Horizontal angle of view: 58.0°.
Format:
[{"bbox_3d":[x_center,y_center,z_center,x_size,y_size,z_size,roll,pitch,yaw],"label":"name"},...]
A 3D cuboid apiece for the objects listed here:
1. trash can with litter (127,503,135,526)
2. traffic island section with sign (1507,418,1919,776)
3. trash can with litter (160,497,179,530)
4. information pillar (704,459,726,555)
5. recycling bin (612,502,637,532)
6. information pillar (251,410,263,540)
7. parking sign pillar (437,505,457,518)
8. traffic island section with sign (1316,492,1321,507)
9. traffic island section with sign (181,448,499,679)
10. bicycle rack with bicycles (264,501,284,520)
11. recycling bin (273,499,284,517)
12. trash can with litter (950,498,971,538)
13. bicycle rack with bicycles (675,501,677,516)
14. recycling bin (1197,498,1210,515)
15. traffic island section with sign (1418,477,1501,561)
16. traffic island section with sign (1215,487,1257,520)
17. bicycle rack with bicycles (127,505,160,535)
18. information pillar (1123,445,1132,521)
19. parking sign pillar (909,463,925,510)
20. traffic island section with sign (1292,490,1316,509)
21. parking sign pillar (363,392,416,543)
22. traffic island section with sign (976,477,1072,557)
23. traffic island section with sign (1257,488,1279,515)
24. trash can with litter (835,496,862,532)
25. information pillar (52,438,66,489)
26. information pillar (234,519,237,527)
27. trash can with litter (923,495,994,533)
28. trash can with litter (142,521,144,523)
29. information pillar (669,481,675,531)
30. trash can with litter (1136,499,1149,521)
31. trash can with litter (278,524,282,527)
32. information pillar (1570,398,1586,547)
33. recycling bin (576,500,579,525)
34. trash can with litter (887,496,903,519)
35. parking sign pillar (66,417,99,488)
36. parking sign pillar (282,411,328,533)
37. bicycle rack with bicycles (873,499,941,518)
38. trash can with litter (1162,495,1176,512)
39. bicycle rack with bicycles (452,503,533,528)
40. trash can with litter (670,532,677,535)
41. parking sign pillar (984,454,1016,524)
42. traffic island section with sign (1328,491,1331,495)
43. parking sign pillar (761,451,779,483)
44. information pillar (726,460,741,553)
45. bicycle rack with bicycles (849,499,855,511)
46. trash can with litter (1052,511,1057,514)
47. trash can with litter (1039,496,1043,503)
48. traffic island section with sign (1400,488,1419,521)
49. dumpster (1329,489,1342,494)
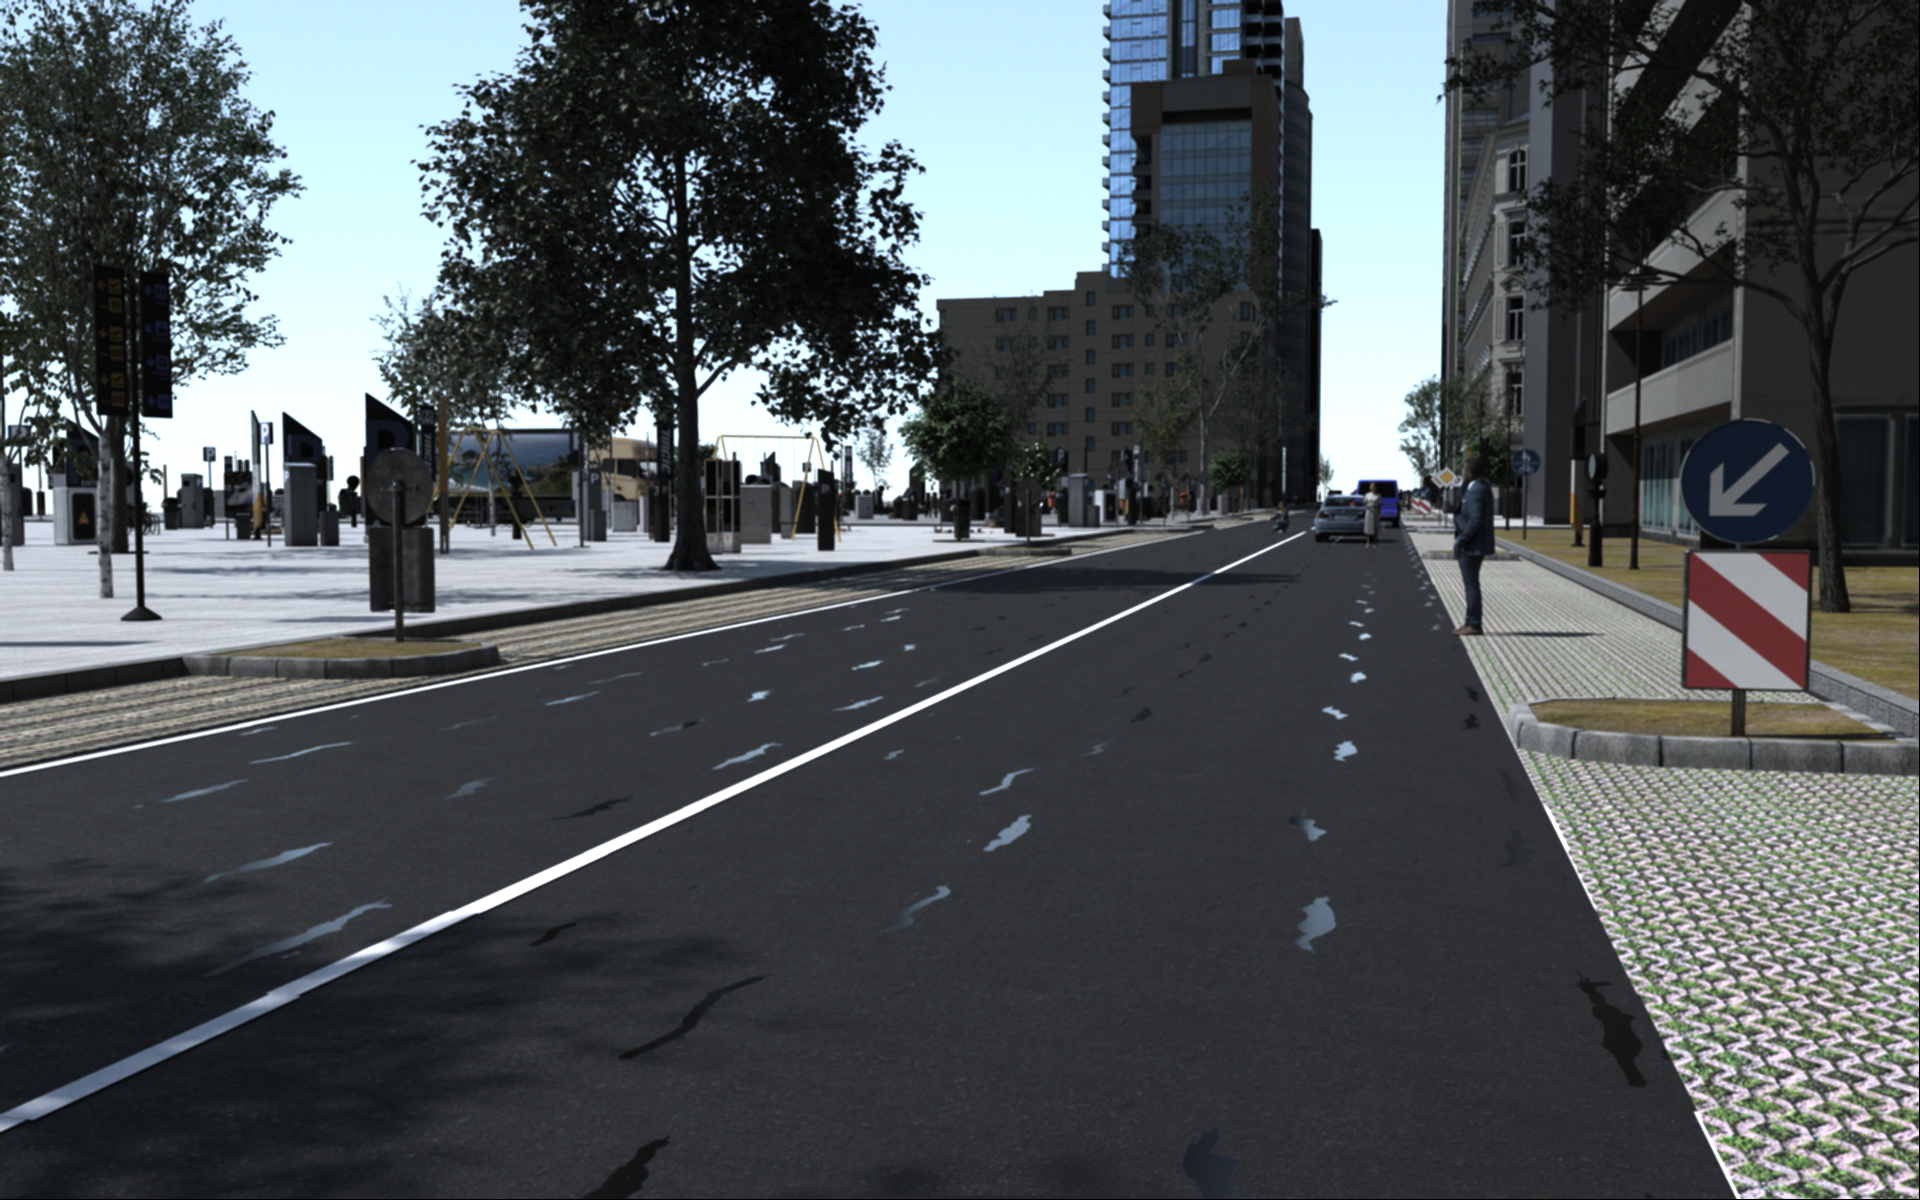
[{"bbox_3d":[-33.158,-3.492,68.482,1.055,1.170,0.624,-2,4,-28],"label":"trash can with litter"},{"bbox_3d":[4.198,-0.075,9.856,1.989,1.847,2.006,1,4,14],"label":"traffic island section with sign"},{"bbox_3d":[-28.525,-3.123,62.444,0.624,1.170,1.055,-2,4,-30],"label":"trash can with litter"},{"bbox_3d":[-5.207,-1.964,36.606,0.304,2.012,0.304,1,4,10],"label":"information pillar"},{"bbox_3d":[-11.356,-2.819,58.648,0.722,1.027,0.722,0,4,2],"label":"recycling bin"},{"bbox_3d":[-19.534,-3.470,48.090,0.183,3.616,0.504,-3,5,-41],"label":"information pillar"},{"bbox_3d":[-27.505,-6.418,93.402,1.447,3.967,1.447,1,4,13],"label":"parking sign pillar"},{"bbox_3d":[40.072,-11.452,195.872,1.989,1.847,2.006,1,4,14],"label":"traffic island section with sign"},{"bbox_3d":[-4.940,-0.346,14.283,1.989,1.847,2.006,1,4,14],"label":"traffic island section with sign"},{"bbox_3d":[-33.991,-4.454,86.206,2.852,0.926,2.925,-3,5,-41],"label":"bicycle rack with bicycles"},{"bbox_3d":[-37.532,-5.085,95.692,0.722,1.027,0.722,-1,4,-15],"label":"recycling bin"},{"bbox_3d":[0.007,-2.369,50.122,0.624,1.170,1.055,0,4,-2],"label":"trash can with litter"},{"bbox_3d":[-15.740,-5.396,101.604,2.925,0.926,2.852,3,5,45],"label":"bicycle rack with bicycles"},{"bbox_3d":[15.079,-5.788,107.186,0.722,1.027,0.722,1,4,16],"label":"recycling bin"},{"bbox_3d":[11.150,-1.793,37.948,1.989,1.847,2.006,1,4,14],"label":"traffic island section with sign"},{"bbox_3d":[15.046,-5.278,94.918,1.989,1.847,2.006,1,4,14],"label":"traffic island section with sign"},{"bbox_3d":[-26.397,-2.521,54.596,2.852,0.926,2.925,1,4,13],"label":"bicycle rack with bicycles"},{"bbox_3d":[8.084,-5.626,83.332,0.183,3.616,0.504,-2,4,-32],"label":"information pillar"},{"bbox_3d":[-3.212,-8.671,130.241,1.447,3.967,1.447,3,5,41],"label":"parking sign pillar"},{"bbox_3d":[33.577,-9.852,169.708,1.989,1.847,2.006,1,4,14],"label":"traffic island section with sign"},{"bbox_3d":[-15.029,-3.502,45.734,1.447,3.967,1.447,0,4,-4],"label":"parking sign pillar"},{"bbox_3d":[1.555,-1.946,40.447,1.989,1.847,2.006,1,4,14],"label":"traffic island section with sign"},{"bbox_3d":[21.593,-6.894,121.336,1.989,1.847,2.006,1,4,14],"label":"traffic island section with sign"},{"bbox_3d":[-4.301,-2.993,59.990,1.678,1.210,2.233,-1,4,-22],"label":"trash can with litter"},{"bbox_3d":[-36.906,-4.872,71.006,0.504,3.616,0.183,0,4,-5],"label":"information pillar"},{"bbox_3d":[-27.787,-3.806,66.725,0.304,2.012,0.304,-1,4,-9],"label":"information pillar"},{"bbox_3d":[-0.016,-2.818,57.138,2.233,1.210,1.678,1,4,11],"label":"trash can with litter"},{"bbox_3d":[-34.409,-3.688,71.358,1.678,1.210,2.233,3,5,43],"label":"trash can with litter"},{"bbox_3d":[-10.247,-3.453,60.944,0.304,2.012,0.304,1,4,19],"label":"information pillar"},{"bbox_3d":[8.539,-4.344,82.407,0.624,1.170,1.055,-3,5,-42],"label":"trash can with litter"},{"bbox_3d":[-26.310,-3.538,68.905,1.678,1.210,2.233,1,4,10],"label":"trash can with litter"},{"bbox_3d":[15.055,-3.109,42.181,0.504,3.616,0.183,-3,5,-42],"label":"information pillar"},{"bbox_3d":[-15.428,-3.596,71.341,0.722,1.027,0.722,-1,4,-9],"label":"recycling bin"},{"bbox_3d":[-3.279,-4.813,90.072,0.624,1.170,1.055,2,4,32],"label":"trash can with litter"},{"bbox_3d":[-30.679,-4.430,60.907,1.447,3.967,1.447,-1,4,-20],"label":"parking sign pillar"},{"bbox_3d":[-21.511,-4.186,56.909,1.447,3.967,1.447,3,5,44],"label":"parking sign pillar"},{"bbox_3d":[-3.243,-5.494,103.204,2.852,0.926,2.925,-2,4,-28],"label":"bicycle rack with bicycles"},{"bbox_3d":[14.605,-7.082,126.843,2.233,1.210,1.678,1,4,18],"label":"trash can with litter"},{"bbox_3d":[-18.223,-3.256,66.612,2.925,0.926,2.852,3,5,39],"label":"bicycle rack with bicycles"},{"bbox_3d":[-8.808,-2.705,55.285,1.678,1.210,2.233,0,4,1],"label":"trash can with litter"},{"bbox_3d":[1.770,-5.340,75.776,1.447,3.967,1.447,-2,4,-24],"label":"parking sign pillar"},{"bbox_3d":[60.005,-16.376,276.367,1.989,1.847,2.006,1,4,14],"label":"traffic island section with sign"},{"bbox_3d":[-11.999,-7.385,109.218,1.447,3.967,1.447,3,5,44],"label":"parking sign pillar"},{"bbox_3d":[-4.954,-2.020,37.521,0.304,2.012,0.304,2,4,28],"label":"information pillar"},{"bbox_3d":[-6.279,-6.519,119.965,2.852,0.926,2.925,2,4,28],"label":"bicycle rack with bicycles"},{"bbox_3d":[6.630,-6.330,114.554,1.678,1.210,2.233,-2,4,-27],"label":"trash can with litter"},{"bbox_3d":[6.498,-7.482,133.717,1.055,1.170,0.624,-1,4,-17],"label":"trash can with litter"},{"bbox_3d":[24.408,-5.066,91.462,1.989,1.847,2.006,1,4,14],"label":"traffic island section with sign"},{"bbox_3d":[58.015,-16.058,267.503,1.985,2.255,1.502,1,4,12],"label":"dumpster"}]
